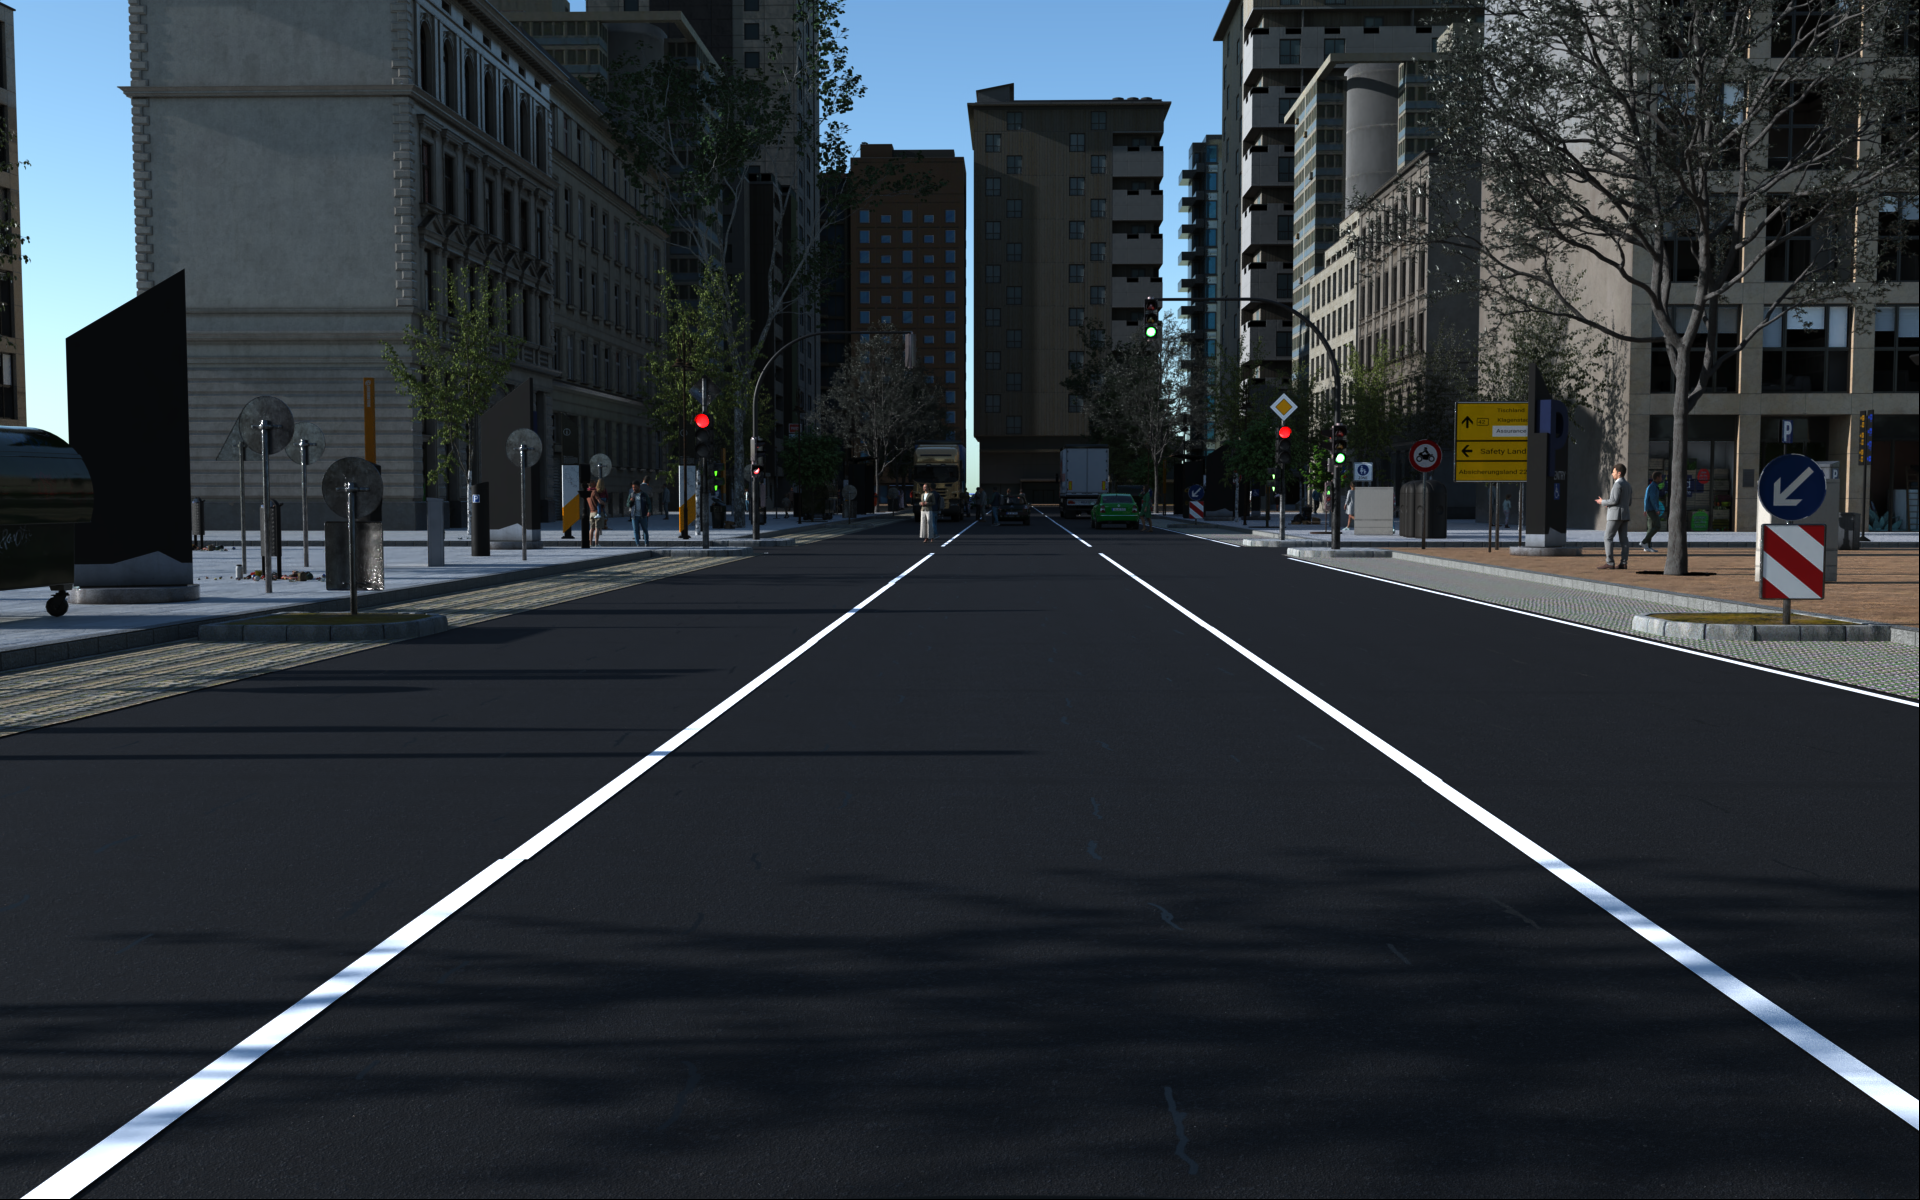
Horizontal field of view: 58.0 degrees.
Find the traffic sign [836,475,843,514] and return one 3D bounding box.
[{"bbox_3d":[-7.709,-6.673,109.113,0.884,2.594,0.081,0,4,5],"label":"traffic sign"}]

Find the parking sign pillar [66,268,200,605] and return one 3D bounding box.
[{"bbox_3d":[-9.923,-1.971,20.704,1.447,3.967,1.447,-2,4,-24],"label":"parking sign pillar"}]

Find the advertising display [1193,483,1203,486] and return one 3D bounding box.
[{"bbox_3d":[13.702,-5.700,98.407,0.974,1.923,0.123,-1,4,-18],"label":"advertising display"}]

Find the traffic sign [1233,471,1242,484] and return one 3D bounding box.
[{"bbox_3d":[14.814,-5.715,93.542,0.768,2.556,0.104,0,4,3],"label":"traffic sign"}]

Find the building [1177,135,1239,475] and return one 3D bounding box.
[{"bbox_3d":[43.987,-37.230,228.321,30.456,49.044,23.786,0,4,2],"label":"building"}]

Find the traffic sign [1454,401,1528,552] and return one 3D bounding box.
[{"bbox_3d":[11.965,-2.695,37.929,2.265,3.308,0.079,0,4,5],"label":"traffic sign"}]

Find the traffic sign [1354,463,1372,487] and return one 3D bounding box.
[{"bbox_3d":[13.044,-3.302,56.117,0.606,2.300,0.079,0,4,6],"label":"traffic sign"}]

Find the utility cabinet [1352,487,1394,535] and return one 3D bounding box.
[{"bbox_3d":[12.899,-2.771,53.984,1.173,1.500,0.318,1,4,13],"label":"utility cabinet"}]

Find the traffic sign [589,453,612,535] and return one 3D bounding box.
[{"bbox_3d":[-11.253,-3.305,54.150,0.768,2.556,0.104,1,4,10],"label":"traffic sign"}]

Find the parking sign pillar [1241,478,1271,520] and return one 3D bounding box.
[{"bbox_3d":[14.655,-5.944,85.650,1.447,3.967,1.447,1,4,12],"label":"parking sign pillar"}]

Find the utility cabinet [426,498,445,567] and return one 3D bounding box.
[{"bbox_3d":[-9.416,-1.222,31.137,0.306,1.237,1.020,-1,4,-17],"label":"utility cabinet"}]

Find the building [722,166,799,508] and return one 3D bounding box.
[{"bbox_3d":[-22.359,-23.473,155.483,14.160,30.474,14.107,0,4,2],"label":"building"}]

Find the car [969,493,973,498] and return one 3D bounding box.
[{"bbox_3d":[1.330,-11.551,198.452,1.945,1.707,3.694,0,4,1],"label":"car"}]

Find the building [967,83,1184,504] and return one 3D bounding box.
[{"bbox_3d":[15.077,-39.235,230.734,27.495,52.752,28.713,0,4,2],"label":"building"}]

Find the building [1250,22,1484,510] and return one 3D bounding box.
[{"bbox_3d":[41.593,-27.849,147.212,32.217,40.220,23.993,0,4,2],"label":"building"}]

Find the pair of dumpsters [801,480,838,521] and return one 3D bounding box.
[{"bbox_3d":[-7.045,-5.102,85.910,1.574,2.255,4.437,0,4,2],"label":"pair of dumpsters"}]

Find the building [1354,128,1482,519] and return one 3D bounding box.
[{"bbox_3d":[28.475,-15.117,96.317,9.793,20.994,18.267,0,4,2],"label":"building"}]

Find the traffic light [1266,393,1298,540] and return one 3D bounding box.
[{"bbox_3d":[8.950,-3.620,48.114,0.839,4.253,0.868,0,4,2],"label":"traffic light"}]

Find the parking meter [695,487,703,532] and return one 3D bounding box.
[{"bbox_3d":[-8.892,-3.114,59.330,0.372,1.533,0.369,0,3,0],"label":"parking meter"}]

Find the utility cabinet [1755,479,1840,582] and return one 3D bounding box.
[{"bbox_3d":[12.070,-0.997,24.981,1.173,1.500,0.318,-1,4,-16],"label":"utility cabinet"}]

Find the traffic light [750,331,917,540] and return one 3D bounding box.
[{"bbox_3d":[-3.611,-4.517,48.524,4.771,5.953,1.251,0,4,2],"label":"traffic light"}]

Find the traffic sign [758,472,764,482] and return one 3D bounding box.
[{"bbox_3d":[-10.103,-5.238,85.751,0.768,2.556,0.104,0,4,6],"label":"traffic sign"}]

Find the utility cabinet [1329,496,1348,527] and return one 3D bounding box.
[{"bbox_3d":[15.047,-3.480,68.067,1.020,1.237,0.306,0,4,-2],"label":"utility cabinet"}]

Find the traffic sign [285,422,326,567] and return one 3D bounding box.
[{"bbox_3d":[-11.524,-1.856,30.456,0.768,2.556,0.104,0,4,7],"label":"traffic sign"}]

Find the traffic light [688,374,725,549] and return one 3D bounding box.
[{"bbox_3d":[-5.953,-3.159,40.572,0.839,4.253,0.868,0,4,2],"label":"traffic light"}]

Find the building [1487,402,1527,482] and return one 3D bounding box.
[{"bbox_3d":[64.175,-30.354,179.889,14.086,41.232,14.154,0,4,2],"label":"building"}]

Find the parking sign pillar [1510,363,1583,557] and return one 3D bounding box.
[{"bbox_3d":[12.254,-2.913,36.107,1.447,3.967,1.447,3,4,38],"label":"parking sign pillar"}]

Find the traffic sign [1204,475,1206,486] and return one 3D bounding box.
[{"bbox_3d":[13.333,-5.545,92.790,0.606,2.300,0.079,0,4,5],"label":"traffic sign"}]

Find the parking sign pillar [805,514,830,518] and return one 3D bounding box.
[{"bbox_3d":[-7.621,-6.400,93.120,1.447,3.967,1.447,2,4,29],"label":"parking sign pillar"}]

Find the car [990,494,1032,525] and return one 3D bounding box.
[{"bbox_3d":[2.355,-4.322,80.454,2.009,1.686,4.222,0,3,0],"label":"car"}]

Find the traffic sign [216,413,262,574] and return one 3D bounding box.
[{"bbox_3d":[-11.498,-1.697,27.757,0.884,2.594,0.081,0,4,4],"label":"traffic sign"}]

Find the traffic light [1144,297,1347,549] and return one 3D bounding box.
[{"bbox_3d":[6.608,-3.999,40.057,4.771,5.953,1.251,0,4,2],"label":"traffic light"}]

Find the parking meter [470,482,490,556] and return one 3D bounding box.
[{"bbox_3d":[-9.916,-1.675,35.797,0.372,1.533,0.369,0,3,0],"label":"parking meter"}]

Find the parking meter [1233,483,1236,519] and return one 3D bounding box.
[{"bbox_3d":[14.208,-5.157,90.023,0.255,1.863,0.399,-3,5,-43],"label":"parking meter"}]

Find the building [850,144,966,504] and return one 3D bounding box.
[{"bbox_3d":[-6.402,-35.133,224.539,14.200,45.320,14.600,0,4,2],"label":"building"}]

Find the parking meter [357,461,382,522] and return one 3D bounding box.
[{"bbox_3d":[-10.137,-1.469,29.737,0.399,1.863,0.255,2,4,28],"label":"parking meter"}]

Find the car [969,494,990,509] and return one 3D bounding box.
[{"bbox_3d":[1.829,-9.447,166.263,2.131,1.459,4.920,0,4,3],"label":"car"}]

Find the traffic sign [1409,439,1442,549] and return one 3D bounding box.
[{"bbox_3d":[10.806,-2.459,40.304,0.768,2.556,0.104,0,4,2],"label":"traffic sign"}]

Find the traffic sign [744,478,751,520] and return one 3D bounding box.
[{"bbox_3d":[-10.275,-5.166,84.567,0.768,2.556,0.104,1,4,11],"label":"traffic sign"}]

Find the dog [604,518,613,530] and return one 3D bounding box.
[{"bbox_3d":[-12.939,-2.743,62.584,0.550,0.427,0.748,-3,5,-41],"label":"dog"}]

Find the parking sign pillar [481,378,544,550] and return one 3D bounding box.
[{"bbox_3d":[-10.508,-3.182,40.495,1.447,3.967,1.447,1,4,15],"label":"parking sign pillar"}]

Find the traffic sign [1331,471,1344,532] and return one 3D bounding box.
[{"bbox_3d":[12.341,-3.498,57.292,0.768,2.556,0.104,1,4,8],"label":"traffic sign"}]

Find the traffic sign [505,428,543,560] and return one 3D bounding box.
[{"bbox_3d":[-8.424,-2.038,33.424,0.768,2.556,0.104,1,4,11],"label":"traffic sign"}]

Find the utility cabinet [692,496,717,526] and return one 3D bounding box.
[{"bbox_3d":[-10.373,-3.618,70.318,1.020,1.237,0.306,0,4,5],"label":"utility cabinet"}]

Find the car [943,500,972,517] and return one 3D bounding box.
[{"bbox_3d":[-0.198,-6.107,111.847,2.014,1.417,4.499,0,4,1],"label":"car"}]

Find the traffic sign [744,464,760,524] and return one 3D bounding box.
[{"bbox_3d":[-8.803,-4.465,73.112,0.768,2.556,0.104,1,4,11],"label":"traffic sign"}]

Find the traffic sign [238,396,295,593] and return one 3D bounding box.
[{"bbox_3d":[-8.983,-1.366,22.434,0.768,2.556,0.104,0,4,8],"label":"traffic sign"}]

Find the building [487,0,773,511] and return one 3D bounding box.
[{"bbox_3d":[-31.830,-27.172,136.142,32.217,40.220,23.993,0,4,2],"label":"building"}]

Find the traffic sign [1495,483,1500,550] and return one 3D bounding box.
[{"bbox_3d":[12.317,-2.419,39.652,0.768,2.556,0.104,1,4,12],"label":"traffic sign"}]

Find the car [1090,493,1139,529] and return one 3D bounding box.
[{"bbox_3d":[6.403,-3.854,71.817,1.959,1.807,4.718,0,4,1],"label":"car"}]

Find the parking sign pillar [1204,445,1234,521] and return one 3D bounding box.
[{"bbox_3d":[12.499,-5.807,83.412,1.447,3.967,1.447,1,4,9],"label":"parking sign pillar"}]

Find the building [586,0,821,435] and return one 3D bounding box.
[{"bbox_3d":[-25.593,-45.239,177.907,20.611,71.187,20.563,0,4,2],"label":"building"}]

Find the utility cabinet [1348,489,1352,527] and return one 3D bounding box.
[{"bbox_3d":[15.240,-3.504,65.969,0.318,1.500,1.173,-1,4,-20],"label":"utility cabinet"}]

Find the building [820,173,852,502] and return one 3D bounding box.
[{"bbox_3d":[-27.808,-35.129,228.976,28.867,44.769,22.147,0,4,2],"label":"building"}]

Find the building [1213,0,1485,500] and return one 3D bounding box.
[{"bbox_3d":[40.983,-35.677,172.556,28.713,52.752,27.495,0,4,2],"label":"building"}]
